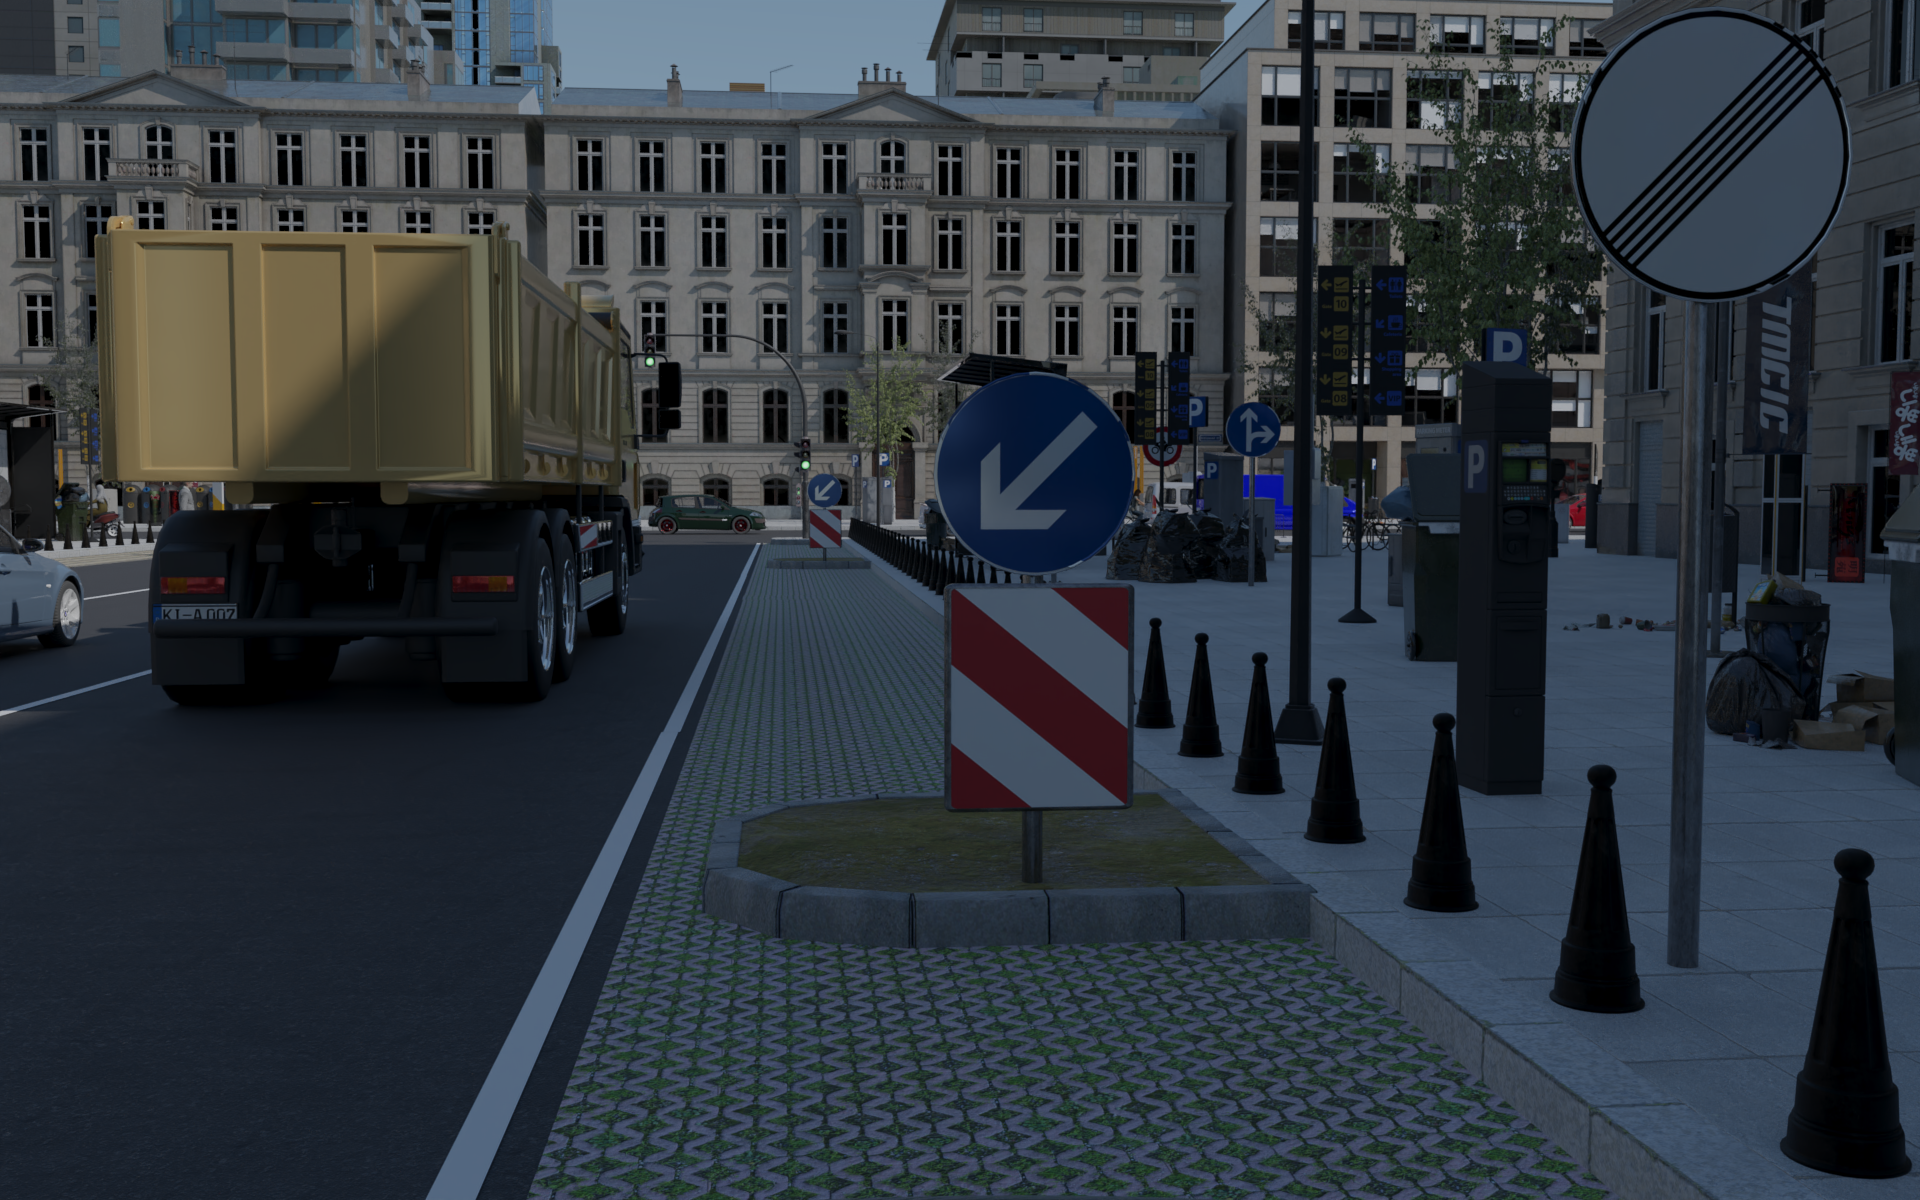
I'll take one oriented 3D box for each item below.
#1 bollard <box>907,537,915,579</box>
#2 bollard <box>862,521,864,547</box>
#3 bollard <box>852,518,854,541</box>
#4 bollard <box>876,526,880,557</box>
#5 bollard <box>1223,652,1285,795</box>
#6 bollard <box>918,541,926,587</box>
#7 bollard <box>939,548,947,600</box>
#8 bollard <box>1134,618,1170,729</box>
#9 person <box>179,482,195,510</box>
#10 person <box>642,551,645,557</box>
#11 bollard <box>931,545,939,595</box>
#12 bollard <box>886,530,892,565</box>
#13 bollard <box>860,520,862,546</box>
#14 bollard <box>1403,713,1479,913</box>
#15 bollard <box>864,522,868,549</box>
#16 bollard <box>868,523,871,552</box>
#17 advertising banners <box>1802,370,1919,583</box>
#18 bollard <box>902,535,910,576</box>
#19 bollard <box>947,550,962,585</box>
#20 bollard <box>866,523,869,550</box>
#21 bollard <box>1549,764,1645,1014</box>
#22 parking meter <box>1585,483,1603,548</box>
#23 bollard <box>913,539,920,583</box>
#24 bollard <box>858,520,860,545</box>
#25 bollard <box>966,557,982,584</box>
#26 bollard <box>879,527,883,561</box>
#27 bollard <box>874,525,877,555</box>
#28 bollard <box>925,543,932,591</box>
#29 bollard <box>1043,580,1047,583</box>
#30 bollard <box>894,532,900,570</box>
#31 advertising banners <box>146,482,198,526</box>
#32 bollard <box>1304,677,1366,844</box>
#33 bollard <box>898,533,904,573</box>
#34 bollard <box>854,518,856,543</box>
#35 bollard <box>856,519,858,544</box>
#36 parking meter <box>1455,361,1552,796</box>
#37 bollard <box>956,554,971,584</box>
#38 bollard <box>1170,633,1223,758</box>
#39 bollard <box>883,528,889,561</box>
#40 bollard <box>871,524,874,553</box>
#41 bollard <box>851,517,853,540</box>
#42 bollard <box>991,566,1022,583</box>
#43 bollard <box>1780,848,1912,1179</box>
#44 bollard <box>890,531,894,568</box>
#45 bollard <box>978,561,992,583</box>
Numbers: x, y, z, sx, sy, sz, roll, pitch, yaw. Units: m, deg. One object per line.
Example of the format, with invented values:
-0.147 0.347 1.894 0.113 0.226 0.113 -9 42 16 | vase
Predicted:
-0.634 -0.618 26.139 0.229 0.601 0.229 0 3 0 | bollard
-2.128 -1.504 40.632 0.229 0.601 0.229 0 3 0 | bollard
-2.666 -1.822 45.824 0.229 0.601 0.229 0 3 0 | bollard
-1.491 -1.126 34.446 0.229 0.601 0.229 0 3 0 | bollard
1.291 0.524 7.471 0.229 0.601 0.229 0 3 0 | bollard
-0.422 -0.491 24.068 0.229 0.601 0.229 0 3 0 | bollard
-0.102 -0.300 20.945 0.229 0.601 0.229 0 3 0 | bollard
1.076 0.397 9.548 0.229 0.601 0.229 0 3 0 | bollard
-17.811 -1.914 39.920 0.853 1.813 0.709 -2 4 -32 | person
-7.145 -1.729 36.872 0.850 1.850 0.679 0 4 -2 | person
-0.210 -0.363 21.984 0.229 0.601 0.229 0 3 0 | bollard
-1.171 -0.935 31.322 0.229 0.601 0.229 0 3 0 | bollard
-2.236 -1.567 41.663 0.229 0.601 0.229 0 3 0 | bollard
1.504 0.651 5.399 0.229 0.601 0.229 0 3 0 | bollard
-2.023 -1.441 39.601 0.229 0.601 0.229 0 3 0 | bollard
-1.813 -1.315 37.539 0.229 0.601 0.229 0 3 0 | bollard
12.781 -1.760 24.961 2.074 3.025 0.090 2 4 30 | advertising banners
-0.741 -0.681 27.173 0.229 0.601 0.229 0 3 0 | bollard
0.007 -0.237 19.915 0.229 0.601 0.229 0 3 0 | bollard
-1.918 -1.378 38.570 0.229 0.601 0.229 0 3 0 | bollard
1.612 0.714 4.367 0.229 0.601 0.229 0 3 0 | bollard
15.005 -1.993 41.003 0.372 1.533 0.369 0 3 0 | parking meter
-0.525 -0.555 25.109 0.229 0.601 0.229 0 3 0 | bollard
-2.339 -1.630 42.694 0.229 0.601 0.229 0 3 0 | bollard
0.217 -0.111 17.853 0.229 0.601 0.229 0 3 0 | bollard
-1.383 -1.062 33.402 0.229 0.601 0.229 0 3 0 | bollard
-1.597 -1.189 35.477 0.229 0.601 0.229 0 3 0 | bollard
-0.314 -0.426 23.015 0.229 0.601 0.229 0 3 0 | bollard
0.650 0.143 13.711 0.229 0.601 0.229 0 3 0 | bollard
-0.956 -0.808 29.256 0.229 0.601 0.229 0 3 0 | bollard
-31.425 -4.470 69.268 2.074 3.025 0.090 -3 4 -38 | advertising banners
1.397 0.587 6.437 0.229 0.601 0.229 0 3 0 | bollard
-0.849 -0.745 28.225 0.229 0.601 0.229 0 3 0 | bollard
-2.559 -1.758 44.782 0.229 0.601 0.229 0 3 0 | bollard
-2.450 -1.694 43.734 0.229 0.601 0.229 0 3 0 | bollard
2.341 -0.107 7.467 0.255 1.863 0.399 -1 4 -9 | parking meter
0.113 -0.174 18.884 0.229 0.601 0.229 0 3 0 | bollard
1.186 0.461 8.510 0.229 0.601 0.229 0 3 0 | bollard
-1.275 -0.999 32.368 0.229 0.601 0.229 0 3 0 | bollard
-1.705 -1.252 36.509 0.229 0.601 0.229 0 3 0 | bollard
-2.772 -1.885 46.859 0.229 0.601 0.229 0 3 0 | bollard
0.436 0.016 15.780 0.229 0.601 0.229 0 3 0 | bollard
1.714 0.777 3.336 0.229 0.601 0.229 0 3 0 | bollard
-1.064 -0.871 30.286 0.229 0.601 0.229 0 3 0 | bollard
0.326 -0.047 16.811 0.229 0.601 0.229 0 3 0 | bollard
